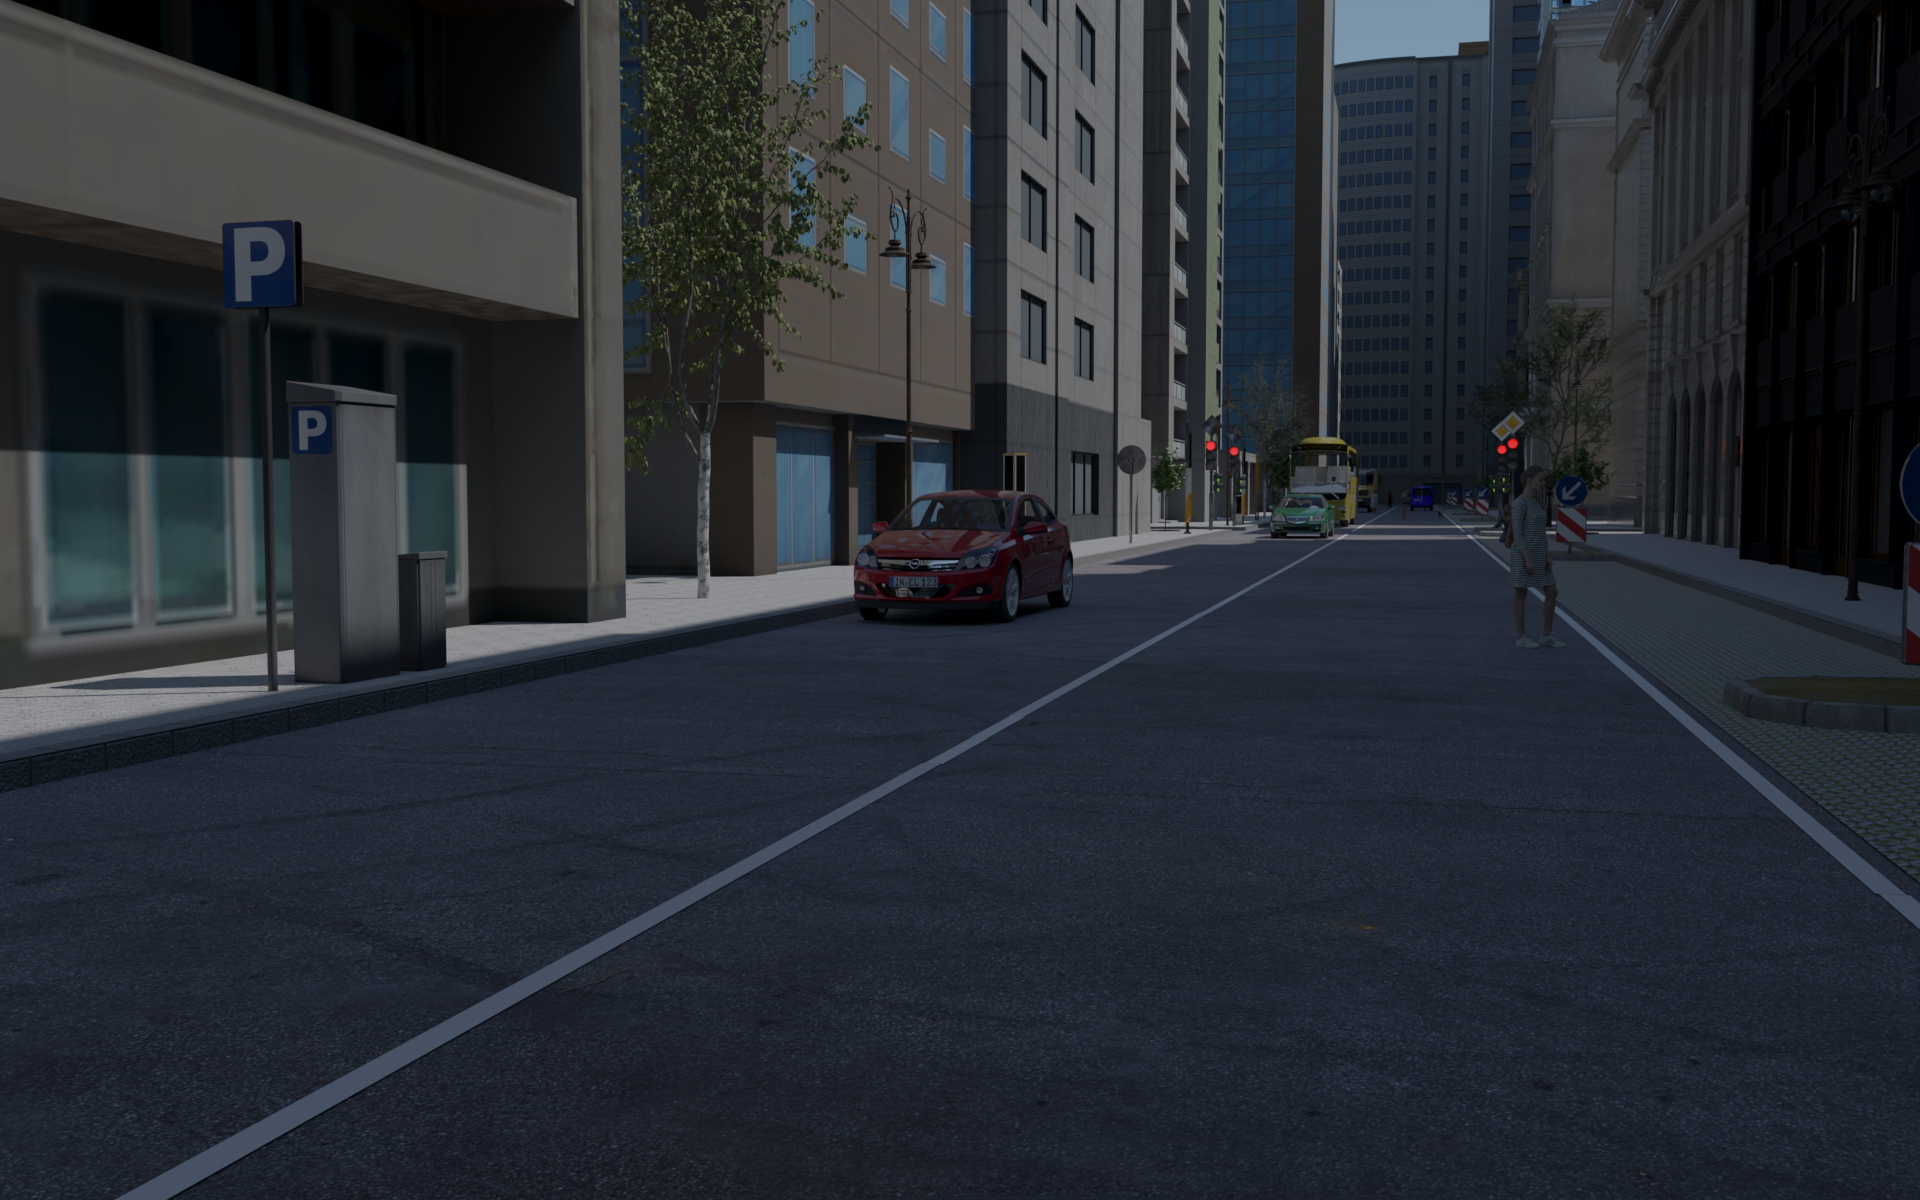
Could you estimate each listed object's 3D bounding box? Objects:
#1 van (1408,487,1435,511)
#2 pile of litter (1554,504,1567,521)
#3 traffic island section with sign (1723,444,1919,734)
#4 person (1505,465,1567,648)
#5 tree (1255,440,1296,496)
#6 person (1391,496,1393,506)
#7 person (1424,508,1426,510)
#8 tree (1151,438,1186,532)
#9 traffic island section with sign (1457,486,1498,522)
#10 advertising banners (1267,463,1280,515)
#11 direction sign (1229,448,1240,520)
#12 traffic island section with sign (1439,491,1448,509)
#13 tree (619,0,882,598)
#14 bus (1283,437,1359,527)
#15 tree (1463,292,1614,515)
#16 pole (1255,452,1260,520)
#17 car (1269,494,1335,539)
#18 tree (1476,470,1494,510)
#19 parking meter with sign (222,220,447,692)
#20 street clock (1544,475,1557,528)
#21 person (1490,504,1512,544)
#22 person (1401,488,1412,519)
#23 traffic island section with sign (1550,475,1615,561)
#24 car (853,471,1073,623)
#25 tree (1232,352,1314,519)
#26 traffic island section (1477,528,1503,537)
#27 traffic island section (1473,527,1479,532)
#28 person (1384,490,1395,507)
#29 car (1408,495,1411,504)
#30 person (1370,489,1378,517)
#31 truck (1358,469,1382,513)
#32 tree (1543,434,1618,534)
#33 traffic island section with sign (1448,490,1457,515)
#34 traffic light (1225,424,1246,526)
[{"bbox_3d":[39.439,-8.777,147.893,2.240,2.365,5.245,1,4,15],"label":"van"},{"bbox_3d":[28.921,-4.189,82.449,1.176,0.858,1.719,1,4,14],"label":"pile of litter"},{"bbox_3d":[6.087,-0.155,11.159,1.989,1.847,2.006,1,4,15],"label":"traffic island section with sign"},{"bbox_3d":[5.323,-0.406,16.148,0.512,1.701,0.522,-3,5,-42],"label":"person"},{"bbox_3d":[18.850,-7.146,100.547,4.285,4.588,4.351,0,3,0],"label":"tree"},{"bbox_3d":[48.293,-11.163,194.275,1.065,1.426,0.557,-3,5,-40],"label":"person"},{"bbox_3d":[40.533,-8.539,151.339,0.697,1.427,0.421,3,4,36],"label":"person"},{"bbox_3d":[7.121,-3.973,59.565,1.663,3.219,1.824,0,3,0],"label":"tree"},{"bbox_3d":[27.103,-4.996,90.308,1.989,1.847,2.006,1,4,15],"label":"traffic island section with sign"},{"bbox_3d":[17.687,-6.210,97.723,0.090,3.025,2.074,-1,4,-9],"label":"advertising banners"},{"bbox_3d":[13.358,-5.660,84.536,0.876,3.537,0.379,-3,5,-42],"label":"direction sign"},{"bbox_3d":[47.105,-9.600,165.592,1.989,1.847,2.006,1,4,15],"label":"traffic island section with sign"},{"bbox_3d":[-3.104,-4.341,21.343,4.737,8.622,4.395,0,3,0],"label":"tree"},{"bbox_3d":[16.529,-5.306,78.292,2.896,3.916,12.252,1,4,15],"label":"bus"},{"bbox_3d":[27.772,-8.961,80.918,8.767,10.594,7.601,0,4,-7],"label":"tree"},{"bbox_3d":[14.543,-5.558,84.720,0.158,3.312,0.155,0,3,0],"label":"pole"},{"bbox_3d":[11.366,-2.785,57.333,2.131,1.459,4.920,1,4,16],"label":"car"},{"bbox_3d":[42.884,-8.961,141.115,1.663,3.219,1.824,0,3,0],"label":"tree"},{"bbox_3d":[-4.229,-0.961,11.967,0.543,3.016,1.738,1,4,17],"label":"parking meter with sign"},{"bbox_3d":[22.617,-3.785,66.461,0.471,2.002,0.358,0,4,6],"label":"street clock"},{"bbox_3d":[15.636,-2.148,49.113,1.012,1.151,0.738,2,4,29],"label":"person"},{"bbox_3d":[25.312,-5.474,98.362,0.532,1.782,0.716,2,4,32],"label":"person"},{"bbox_3d":[13.150,-1.783,37.781,1.989,1.847,2.006,1,4,15],"label":"traffic island section with sign"},{"bbox_3d":[0.119,-0.719,20.804,2.155,1.783,4.494,1,4,16],"label":"car"},{"bbox_3d":[16.167,-8.557,90.275,4.360,8.622,3.978,0,3,0],"label":"tree"},{"bbox_3d":[18.723,-2.234,58.814,2.009,0.180,2.903,1,4,15],"label":"traffic island section"},{"bbox_3d":[20.773,-2.707,66.532,2.009,0.180,2.903,1,4,15],"label":"traffic island section"},{"bbox_3d":[46.030,-10.829,185.498,1.348,1.831,0.705,-1,4,-12],"label":"person"},{"bbox_3d":[55.586,-12.306,213.208,2.014,1.417,4.499,1,4,17],"label":"car"},{"bbox_3d":[25.402,-5.935,106.286,0.466,1.731,0.760,0,4,6],"label":"person"},{"bbox_3d":[31.567,-8.617,136.805,3.469,3.379,9.791,1,4,14],"label":"truck"},{"bbox_3d":[19.932,-3.729,55.572,1.663,3.219,1.824,0,3,0],"label":"tree"},{"bbox_3d":[34.039,-6.589,116.359,1.989,1.847,2.006,1,4,15],"label":"traffic island section with sign"},{"bbox_3d":[10.960,-4.898,69.000,0.839,4.253,0.868,1,4,15],"label":"traffic light"}]
